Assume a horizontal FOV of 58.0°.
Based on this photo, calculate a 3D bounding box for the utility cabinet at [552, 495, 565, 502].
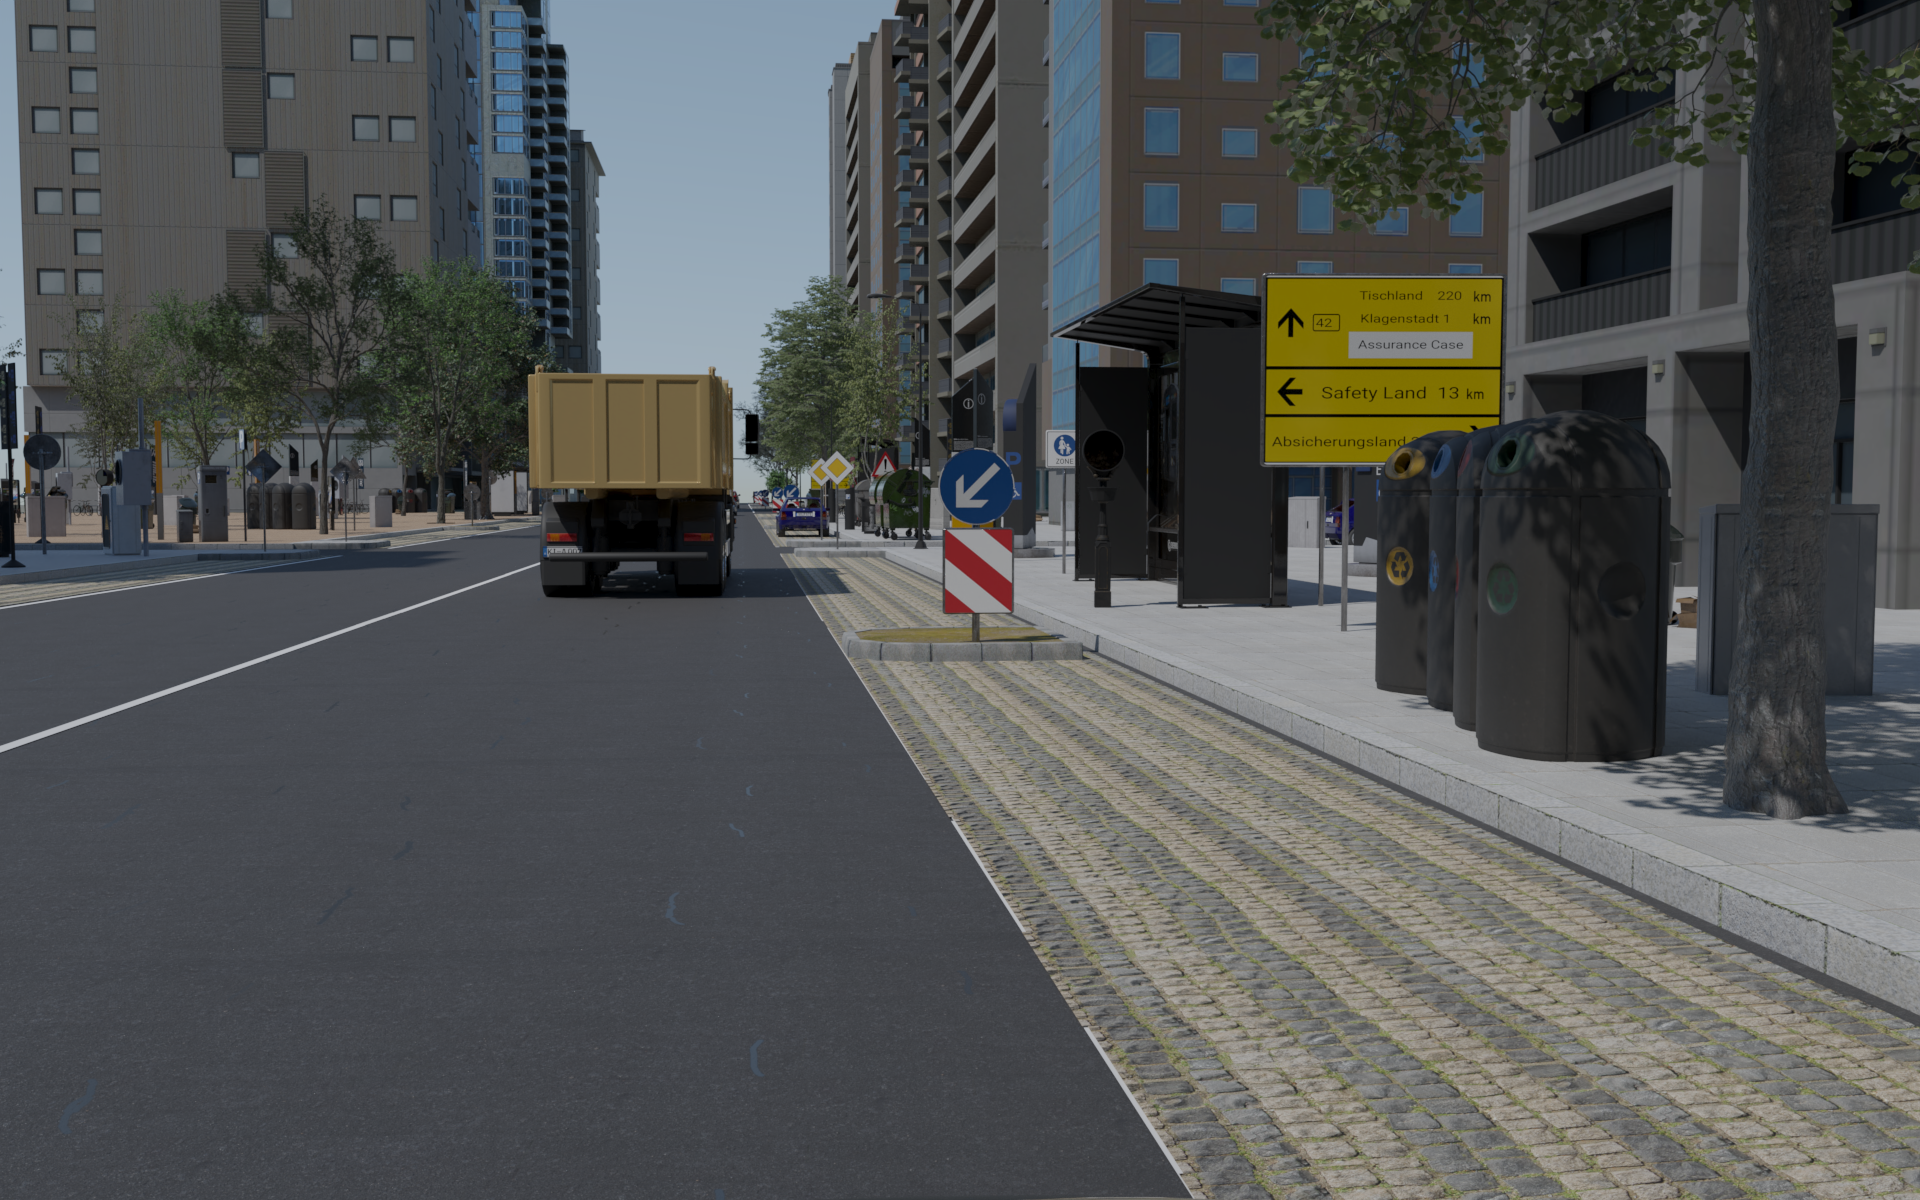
[{"bbox_3d":[-27.978,-6.723,121.087,1.020,1.237,0.306,-2,4,-30],"label":"utility cabinet"}]

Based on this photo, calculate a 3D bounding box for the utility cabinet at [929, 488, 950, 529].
[{"bbox_3d":[-0.830,-3.305,62.715,0.318,1.500,1.173,-2,4,-35],"label":"utility cabinet"}]

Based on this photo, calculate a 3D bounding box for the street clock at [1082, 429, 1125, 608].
[{"bbox_3d":[1.615,-0.917,19.556,0.471,2.002,0.358,0,4,1],"label":"street clock"}]

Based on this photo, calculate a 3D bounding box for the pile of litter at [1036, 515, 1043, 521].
[{"bbox_3d":[3.348,-4.093,80.893,1.719,0.858,1.176,-1,4,-20],"label":"pile of litter"}]

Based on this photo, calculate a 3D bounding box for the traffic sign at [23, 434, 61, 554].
[{"bbox_3d":[-19.475,-2.242,36.770,0.768,2.556,0.104,0,4,-7],"label":"traffic sign"}]

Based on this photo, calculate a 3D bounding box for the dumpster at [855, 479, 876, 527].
[{"bbox_3d":[-3.518,-3.818,68.184,1.264,1.857,1.865,0,4,-7],"label":"dumpster"}]

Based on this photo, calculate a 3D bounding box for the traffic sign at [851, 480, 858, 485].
[{"bbox_3d":[-6.274,-6.057,99.041,0.884,2.594,0.081,0,4,-2],"label":"traffic sign"}]

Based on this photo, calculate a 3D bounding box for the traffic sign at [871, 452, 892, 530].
[{"bbox_3d":[-2.281,-3.250,53.140,0.884,2.594,0.081,0,4,1],"label":"traffic sign"}]

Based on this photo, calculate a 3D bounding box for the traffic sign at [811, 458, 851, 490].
[{"bbox_3d":[-7.360,-6.402,98.550,2.265,3.308,0.079,0,4,-5],"label":"traffic sign"}]

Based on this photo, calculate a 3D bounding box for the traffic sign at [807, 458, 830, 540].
[{"bbox_3d":[-3.844,-2.716,48.048,0.795,2.450,0.064,0,4,-7],"label":"traffic sign"}]

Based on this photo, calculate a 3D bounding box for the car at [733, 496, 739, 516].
[{"bbox_3d":[-15.684,-6.302,115.039,2.014,1.417,4.499,0,4,-7],"label":"car"}]

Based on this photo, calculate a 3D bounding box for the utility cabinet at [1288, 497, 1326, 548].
[{"bbox_3d":[8.272,-1.849,41.392,0.306,1.237,1.020,-2,4,-32],"label":"utility cabinet"}]

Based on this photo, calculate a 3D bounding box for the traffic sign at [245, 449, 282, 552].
[{"bbox_3d":[-15.492,-2.135,38.556,0.795,2.450,0.064,0,4,-7],"label":"traffic sign"}]

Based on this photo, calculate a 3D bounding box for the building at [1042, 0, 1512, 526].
[{"bbox_3d":[11.261,-25.389,65.227,14.200,45.320,14.600,0,4,-7],"label":"building"}]

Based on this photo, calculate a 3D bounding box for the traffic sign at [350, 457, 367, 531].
[{"bbox_3d":[-21.071,-3.682,60.208,0.884,2.594,0.081,0,4,1],"label":"traffic sign"}]

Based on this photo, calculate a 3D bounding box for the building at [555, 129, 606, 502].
[{"bbox_3d":[-66.819,-40.556,252.323,28.713,52.752,27.495,0,4,-7],"label":"building"}]

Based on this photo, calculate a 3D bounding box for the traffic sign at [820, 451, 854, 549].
[{"bbox_3d":[-2.845,-2.231,40.125,0.795,2.450,0.064,0,4,-7],"label":"traffic sign"}]

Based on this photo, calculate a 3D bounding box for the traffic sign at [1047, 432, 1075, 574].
[{"bbox_3d":[1.674,-1.571,27.812,0.606,2.300,0.079,0,4,-5],"label":"traffic sign"}]

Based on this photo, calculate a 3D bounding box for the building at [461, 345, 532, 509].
[{"bbox_3d":[-55.299,-19.252,159.817,27.650,21.520,28.899,0,4,-7],"label":"building"}]

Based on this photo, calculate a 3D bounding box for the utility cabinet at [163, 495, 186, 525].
[{"bbox_3d":[-32.345,-3.662,71.039,1.020,1.237,0.306,2,4,25],"label":"utility cabinet"}]

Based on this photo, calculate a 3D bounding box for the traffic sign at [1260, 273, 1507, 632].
[{"bbox_3d":[3.908,-1.358,16.069,2.265,3.308,0.079,0,4,-1],"label":"traffic sign"}]

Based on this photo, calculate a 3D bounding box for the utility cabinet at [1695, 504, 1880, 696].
[{"bbox_3d":[5.307,0.001,11.143,1.020,1.237,0.306,0,4,2],"label":"utility cabinet"}]

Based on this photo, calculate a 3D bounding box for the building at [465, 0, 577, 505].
[{"bbox_3d":[-60.629,-55.656,222.647,22.319,86.520,31.000,0,4,-7],"label":"building"}]

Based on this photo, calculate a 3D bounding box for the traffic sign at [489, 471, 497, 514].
[{"bbox_3d":[-25.910,-5.838,95.563,0.768,2.556,0.104,0,4,-6],"label":"traffic sign"}]

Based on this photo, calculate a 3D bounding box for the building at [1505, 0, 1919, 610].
[{"bbox_3d":[19.910,-35.751,22.775,20.563,71.187,20.611,0,4,-7],"label":"building"}]

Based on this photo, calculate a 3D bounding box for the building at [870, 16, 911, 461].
[{"bbox_3d":[-0.973,-31.342,162.557,14.600,45.320,14.200,0,4,-7],"label":"building"}]

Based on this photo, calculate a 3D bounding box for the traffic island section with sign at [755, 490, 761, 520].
[{"bbox_3d":[-10.377,-5.433,97.454,1.989,1.847,2.006,0,4,-7],"label":"traffic island section with sign"}]

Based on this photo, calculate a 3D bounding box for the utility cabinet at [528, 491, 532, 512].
[{"bbox_3d":[-29.791,-6.752,119.067,1.173,1.500,0.318,2,4,30],"label":"utility cabinet"}]

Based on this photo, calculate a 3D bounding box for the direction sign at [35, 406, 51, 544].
[{"bbox_3d":[-23.826,-3.235,44.883,0.379,3.537,0.876,-1,4,-19],"label":"direction sign"}]

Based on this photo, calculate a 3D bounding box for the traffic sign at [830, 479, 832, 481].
[{"bbox_3d":[-5.326,-4.563,74.708,0.768,2.556,0.104,0,4,-7],"label":"traffic sign"}]

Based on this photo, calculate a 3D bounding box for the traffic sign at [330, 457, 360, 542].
[{"bbox_3d":[-16.491,-2.620,46.478,0.795,2.450,0.064,0,4,-7],"label":"traffic sign"}]

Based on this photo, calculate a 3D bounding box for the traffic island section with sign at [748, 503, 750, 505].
[{"bbox_3d":[-20.057,-10.121,174.102,1.989,1.847,2.006,0,4,-7],"label":"traffic island section with sign"}]

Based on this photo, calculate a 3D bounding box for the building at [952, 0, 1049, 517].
[{"bbox_3d":[11.339,-29.563,107.056,21.300,48.544,21.600,0,4,-7],"label":"building"}]

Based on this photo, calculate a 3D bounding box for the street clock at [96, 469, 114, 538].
[{"bbox_3d":[-25.071,-2.828,50.814,0.471,2.002,0.358,1,4,20],"label":"street clock"}]

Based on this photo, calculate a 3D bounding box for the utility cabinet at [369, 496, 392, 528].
[{"bbox_3d":[-22.380,-3.411,66.926,0.306,1.237,1.020,1,4,19],"label":"utility cabinet"}]

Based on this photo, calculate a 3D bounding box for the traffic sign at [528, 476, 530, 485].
[{"bbox_3d":[-28.004,-6.939,113.565,0.768,2.556,0.104,0,4,2],"label":"traffic sign"}]

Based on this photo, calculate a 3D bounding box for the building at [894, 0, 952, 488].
[{"bbox_3d":[6.160,-29.797,141.807,22.147,44.769,28.867,0,4,-7],"label":"building"}]

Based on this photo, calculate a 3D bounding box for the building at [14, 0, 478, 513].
[{"bbox_3d":[-51.697,-33.132,130.950,28.713,52.752,27.495,0,4,-7],"label":"building"}]

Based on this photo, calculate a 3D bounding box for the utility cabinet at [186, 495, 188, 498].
[{"bbox_3d":[-44.051,-5.303,97.865,1.020,1.237,0.306,2,4,26],"label":"utility cabinet"}]

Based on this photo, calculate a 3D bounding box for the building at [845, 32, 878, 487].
[{"bbox_3d":[-0.600,-34.059,180.561,21.300,48.544,21.600,0,4,-7],"label":"building"}]

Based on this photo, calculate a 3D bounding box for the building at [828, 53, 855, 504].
[{"bbox_3d":[-7.544,-42.669,239.630,21.231,58.520,28.212,0,4,-7],"label":"building"}]

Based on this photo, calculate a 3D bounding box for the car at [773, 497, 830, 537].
[{"bbox_3d":[-5.342,-2.813,58.572,1.945,1.354,3.894,0,4,-7],"label":"car"}]

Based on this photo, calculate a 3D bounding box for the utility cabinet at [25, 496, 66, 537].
[{"bbox_3d":[-27.373,-2.490,51.868,1.020,1.237,0.306,-3,5,-40],"label":"utility cabinet"}]

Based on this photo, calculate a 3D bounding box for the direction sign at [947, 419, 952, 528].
[{"bbox_3d":[-0.225,-3.701,52.500,0.379,3.537,0.876,1,4,20],"label":"direction sign"}]

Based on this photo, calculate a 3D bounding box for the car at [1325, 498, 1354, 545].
[{"bbox_3d":[11.411,-1.985,45.034,3.894,1.354,1.945,0,4,-5],"label":"car"}]

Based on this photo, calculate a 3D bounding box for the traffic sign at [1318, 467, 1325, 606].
[{"bbox_3d":[4.127,-1.078,19.749,0.606,2.300,0.079,0,4,-4],"label":"traffic sign"}]

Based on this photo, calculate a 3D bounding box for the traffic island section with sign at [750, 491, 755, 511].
[{"bbox_3d":[-16.681,-8.485,147.358,1.989,1.847,2.006,0,4,-7],"label":"traffic island section with sign"}]

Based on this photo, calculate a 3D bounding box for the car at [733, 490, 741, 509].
[{"bbox_3d":[-22.938,-9.983,171.888,2.281,1.827,5.304,0,4,-6],"label":"car"}]

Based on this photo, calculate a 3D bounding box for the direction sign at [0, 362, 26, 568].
[{"bbox_3d":[-16.547,-2.335,30.171,0.379,3.537,0.876,-3,5,-44],"label":"direction sign"}]
